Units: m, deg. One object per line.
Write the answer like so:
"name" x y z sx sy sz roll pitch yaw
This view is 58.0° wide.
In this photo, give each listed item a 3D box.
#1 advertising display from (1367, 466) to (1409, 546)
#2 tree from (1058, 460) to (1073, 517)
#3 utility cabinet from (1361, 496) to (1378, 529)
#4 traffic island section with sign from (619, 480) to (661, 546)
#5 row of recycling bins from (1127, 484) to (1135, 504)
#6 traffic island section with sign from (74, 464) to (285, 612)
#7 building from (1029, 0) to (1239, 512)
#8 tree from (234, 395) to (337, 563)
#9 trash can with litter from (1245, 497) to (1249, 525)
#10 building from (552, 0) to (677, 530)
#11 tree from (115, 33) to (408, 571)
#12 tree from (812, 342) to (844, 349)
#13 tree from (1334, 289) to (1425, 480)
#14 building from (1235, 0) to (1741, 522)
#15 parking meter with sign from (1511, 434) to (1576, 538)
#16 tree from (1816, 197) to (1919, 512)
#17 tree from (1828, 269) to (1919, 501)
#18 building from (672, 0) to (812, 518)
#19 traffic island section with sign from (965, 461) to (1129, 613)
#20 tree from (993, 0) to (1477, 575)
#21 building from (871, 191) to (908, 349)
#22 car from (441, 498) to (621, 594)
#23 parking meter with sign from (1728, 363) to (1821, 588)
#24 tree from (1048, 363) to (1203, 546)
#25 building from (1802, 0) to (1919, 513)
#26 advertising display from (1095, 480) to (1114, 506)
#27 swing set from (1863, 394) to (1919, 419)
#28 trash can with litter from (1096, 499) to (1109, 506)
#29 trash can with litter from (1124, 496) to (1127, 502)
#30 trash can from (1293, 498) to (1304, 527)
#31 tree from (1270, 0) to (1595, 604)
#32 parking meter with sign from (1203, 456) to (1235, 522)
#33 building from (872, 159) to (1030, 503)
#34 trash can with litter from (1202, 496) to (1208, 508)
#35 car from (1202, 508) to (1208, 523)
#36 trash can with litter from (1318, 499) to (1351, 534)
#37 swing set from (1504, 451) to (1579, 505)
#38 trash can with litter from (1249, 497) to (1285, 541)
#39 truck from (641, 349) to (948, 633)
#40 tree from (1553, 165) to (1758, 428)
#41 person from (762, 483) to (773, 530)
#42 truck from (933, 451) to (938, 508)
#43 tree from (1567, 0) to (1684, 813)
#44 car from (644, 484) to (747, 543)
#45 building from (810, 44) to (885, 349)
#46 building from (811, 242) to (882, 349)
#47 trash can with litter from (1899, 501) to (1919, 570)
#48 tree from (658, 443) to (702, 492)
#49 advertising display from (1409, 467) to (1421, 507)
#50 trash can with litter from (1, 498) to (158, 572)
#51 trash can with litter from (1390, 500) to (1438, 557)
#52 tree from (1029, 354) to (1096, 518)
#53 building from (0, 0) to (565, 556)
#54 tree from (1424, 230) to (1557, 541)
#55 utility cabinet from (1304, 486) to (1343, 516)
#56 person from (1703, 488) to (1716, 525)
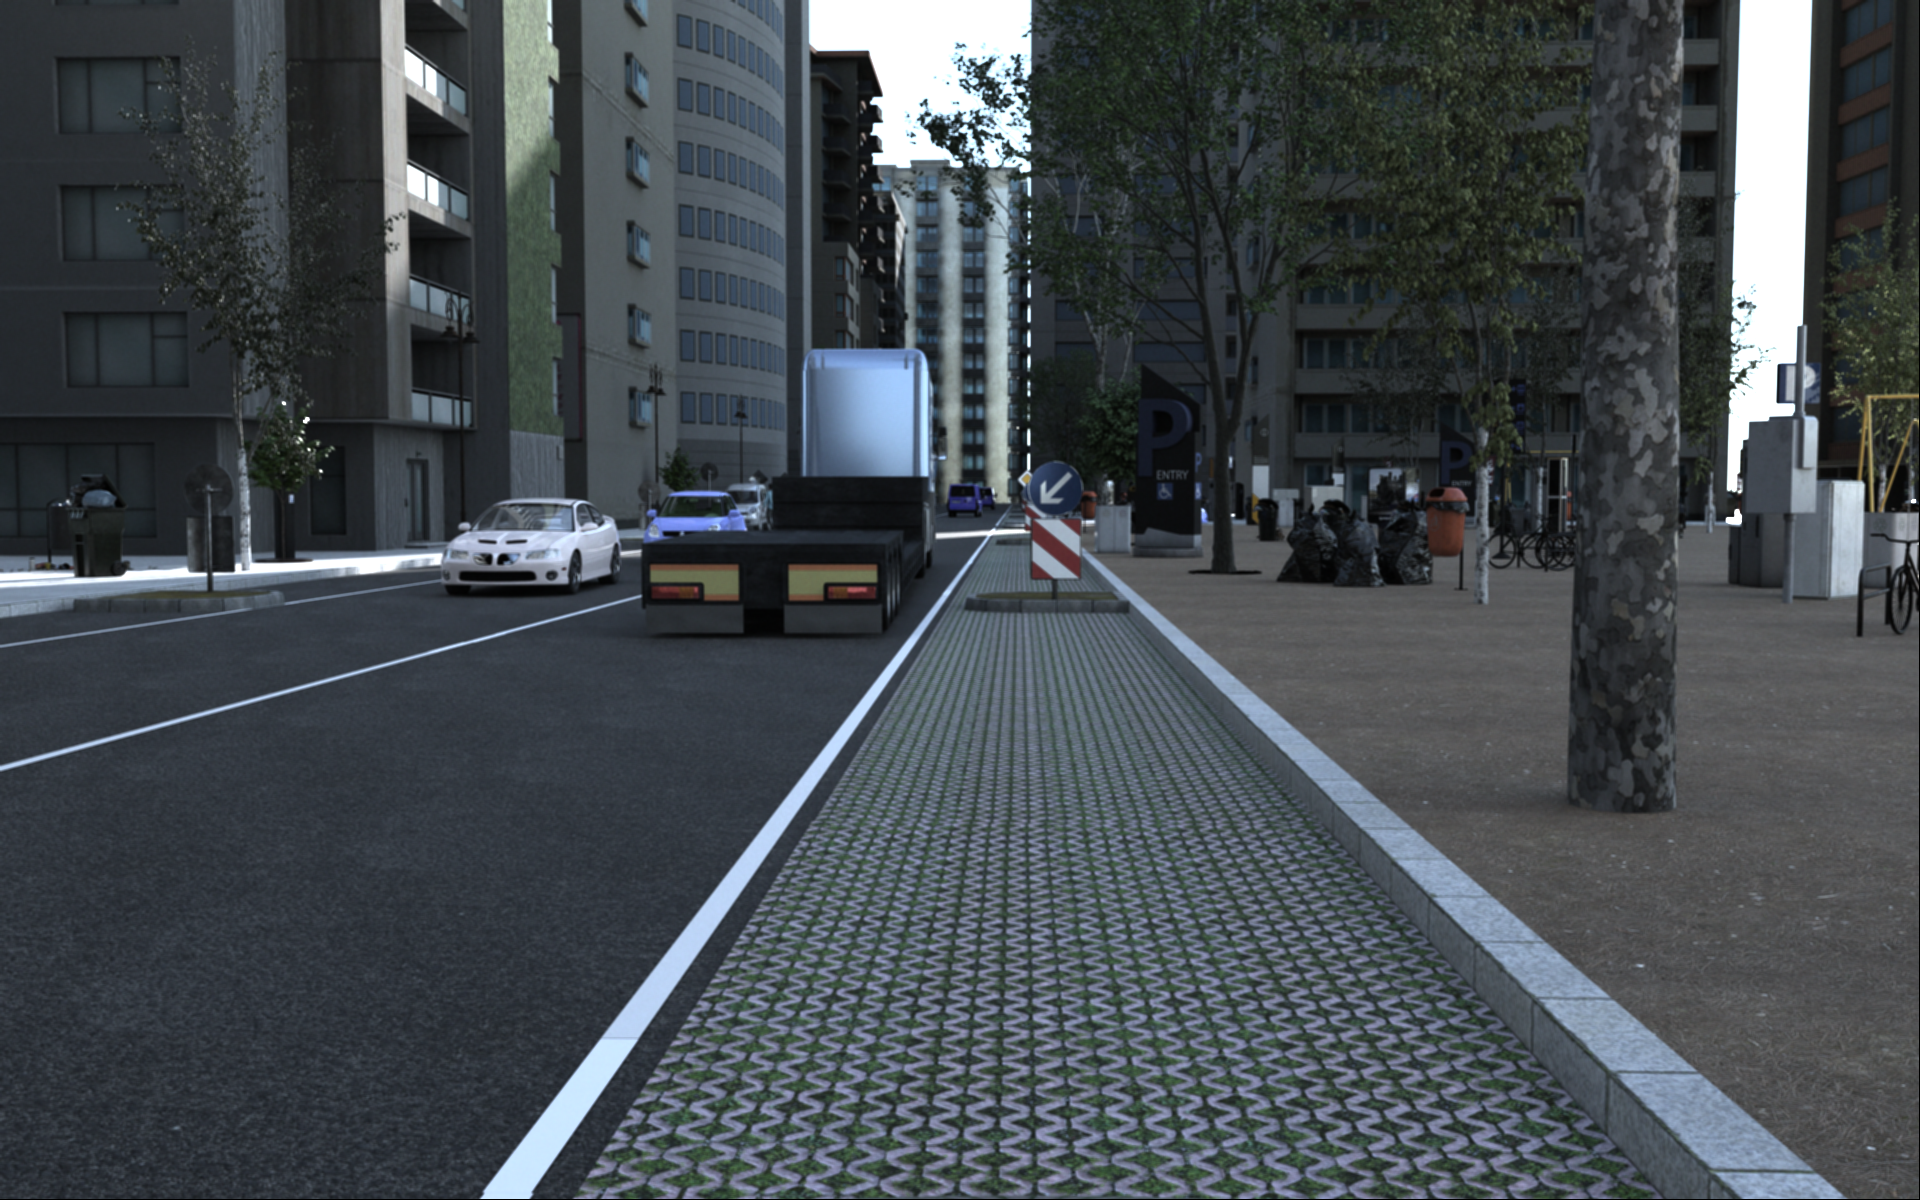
"advertising display" 9.989 -2.163 40.580 0.123 1.923 0.974 -3 5 -43
"tree" 6.074 -6.354 98.497 1.663 3.219 1.824 0 3 0
"utility cabinet" 15.473 -3.266 64.563 1.020 1.237 0.306 1 4 14
"traffic island section with sign" -8.808 -2.460 48.855 1.989 1.847 2.006 0 4 2
"row of recycling bins" 6.946 -3.263 60.460 1.069 1.692 3.534 -2 4 -24
"traffic island section with sign" -9.738 -0.813 21.916 1.989 1.847 2.006 0 4 2
"building" 16.083 -36.430 137.624 21.231 58.520 28.212 0 4 2
"tree" -12.869 -2.331 32.710 1.663 3.219 1.824 0 3 0
"trash can with litter" 12.213 -3.664 71.289 0.624 1.170 1.055 -2 4 -31
"building" -22.667 -26.723 60.622 21.600 48.544 21.300 0 4 2
"tree" -11.676 -4.787 28.633 4.360 8.622 3.978 0 3 0
"tree" -9.197 -11.483 113.497 9.928 11.665 9.643 0 3 0
"tree" 14.685 -6.501 56.648 4.360 8.622 3.978 0 3 0
"building" 25.657 -28.539 90.321 21.600 48.544 21.300 0 4 2
"parking meter with sign" 17.056 -3.329 50.684 1.738 3.016 0.543 1 4 16
"tree" 23.692 -5.721 43.906 4.737 8.622 4.395 0 3 0
"tree" 30.594 -6.455 55.899 4.360 8.622 3.978 0 3 0
"building" -20.209 -33.704 93.055 21.231 58.520 28.212 0 4 2
"traffic island section with sign" 1.074 -0.797 21.667 1.989 1.847 2.006 0 4 2
"tree" 4.342 -6.236 27.710 9.928 11.665 9.643 0 3 0
"building" -18.719 -31.912 213.638 23.993 40.220 32.217 0 4 2
"car" -6.399 -0.849 26.250 2.083 1.381 4.827 0 4 0
"parking meter with sign" 11.141 -1.689 23.881 0.543 3.016 1.738 0 4 1
"tree" 4.403 -3.659 43.537 4.285 4.588 4.351 0 3 0
"building" 58.859 -26.565 88.958 28.867 44.769 22.147 0 4 2
"advertising display" 6.634 -4.535 79.369 0.974 1.923 0.123 -2 4 -29
"swing set" 15.752 -1.789 26.875 3.119 2.851 2.862 1 4 21
"trash can with litter" 5.605 -3.514 68.845 0.624 1.170 1.055 0 4 3
"trash can with litter" 10.329 -5.638 103.570 1.055 1.170 0.624 -3 4 -37
"trash can" 11.118 -2.719 56.108 0.748 1.137 0.748 0 3 0
"tree" 5.857 -4.255 19.935 4.737 8.622 4.395 0 3 0
"parking meter with sign" 11.947 -5.163 80.680 0.543 3.016 1.738 -2 4 -27
"building" -4.278 -38.570 250.220 30.456 49.044 23.786 0 4 2
"trash can with litter" 14.342 -5.668 104.059 1.055 1.170 0.624 -2 4 -25
"car" 8.965 -4.041 75.656 3.694 1.707 1.945 0 4 3
"trash can with litter" 8.202 -1.595 37.458 0.624 1.170 1.055 3 4 38
"swing set" 21.287 -4.002 63.046 3.119 2.851 2.862 1 4 13
"trash can with litter" 8.474 -2.204 47.423 0.624 1.170 1.055 2 4 32
"truck" -1.831 -2.239 26.370 2.967 4.110 18.799 0 4 1
"tree" 16.090 -5.471 39.810 4.360 8.622 3.978 0 3 0
"person" -6.915 -3.375 63.707 0.660 1.820 0.620 -3 5 -44
"truck" -3.018 -7.508 111.666 2.839 4.237 11.283 0 4 3
"tree" 4.128 -9.184 6.052 12.611 20.169 13.585 0 3 0
"car" -5.477 -1.619 36.055 1.945 1.707 3.694 0 4 1
"building" -18.981 -31.480 169.319 22.147 44.769 28.867 0 4 2
"building" -20.979 -17.662 133.808 27.650 21.520 28.899 0 4 2
"trash can with litter" 16.387 -1.094 29.270 1.055 1.170 0.624 -1 4 -9
"tree" -10.614 -4.367 65.999 1.663 3.219 1.824 0 3 0
"advertising display" 10.480 -2.208 41.314 0.974 1.923 0.123 0 4 -2
"trash can with litter" -14.823 -1.116 29.305 2.233 1.210 1.678 0 4 -1
"trash can with litter" 9.413 -1.477 35.537 1.055 1.170 0.624 -1 4 -21
"tree" 5.763 -8.628 91.432 4.360 8.622 3.978 0 3 0
"building" -18.320 -21.844 40.737 14.154 41.232 14.086 0 4 2
"tree" 15.598 -5.922 47.190 4.360 8.622 3.978 0 3 0
"utility cabinet" 9.620 -2.270 45.800 1.173 1.500 0.318 -2 4 -34
"person" 32.347 -4.015 74.698 0.519 1.759 0.362 1 4 10
